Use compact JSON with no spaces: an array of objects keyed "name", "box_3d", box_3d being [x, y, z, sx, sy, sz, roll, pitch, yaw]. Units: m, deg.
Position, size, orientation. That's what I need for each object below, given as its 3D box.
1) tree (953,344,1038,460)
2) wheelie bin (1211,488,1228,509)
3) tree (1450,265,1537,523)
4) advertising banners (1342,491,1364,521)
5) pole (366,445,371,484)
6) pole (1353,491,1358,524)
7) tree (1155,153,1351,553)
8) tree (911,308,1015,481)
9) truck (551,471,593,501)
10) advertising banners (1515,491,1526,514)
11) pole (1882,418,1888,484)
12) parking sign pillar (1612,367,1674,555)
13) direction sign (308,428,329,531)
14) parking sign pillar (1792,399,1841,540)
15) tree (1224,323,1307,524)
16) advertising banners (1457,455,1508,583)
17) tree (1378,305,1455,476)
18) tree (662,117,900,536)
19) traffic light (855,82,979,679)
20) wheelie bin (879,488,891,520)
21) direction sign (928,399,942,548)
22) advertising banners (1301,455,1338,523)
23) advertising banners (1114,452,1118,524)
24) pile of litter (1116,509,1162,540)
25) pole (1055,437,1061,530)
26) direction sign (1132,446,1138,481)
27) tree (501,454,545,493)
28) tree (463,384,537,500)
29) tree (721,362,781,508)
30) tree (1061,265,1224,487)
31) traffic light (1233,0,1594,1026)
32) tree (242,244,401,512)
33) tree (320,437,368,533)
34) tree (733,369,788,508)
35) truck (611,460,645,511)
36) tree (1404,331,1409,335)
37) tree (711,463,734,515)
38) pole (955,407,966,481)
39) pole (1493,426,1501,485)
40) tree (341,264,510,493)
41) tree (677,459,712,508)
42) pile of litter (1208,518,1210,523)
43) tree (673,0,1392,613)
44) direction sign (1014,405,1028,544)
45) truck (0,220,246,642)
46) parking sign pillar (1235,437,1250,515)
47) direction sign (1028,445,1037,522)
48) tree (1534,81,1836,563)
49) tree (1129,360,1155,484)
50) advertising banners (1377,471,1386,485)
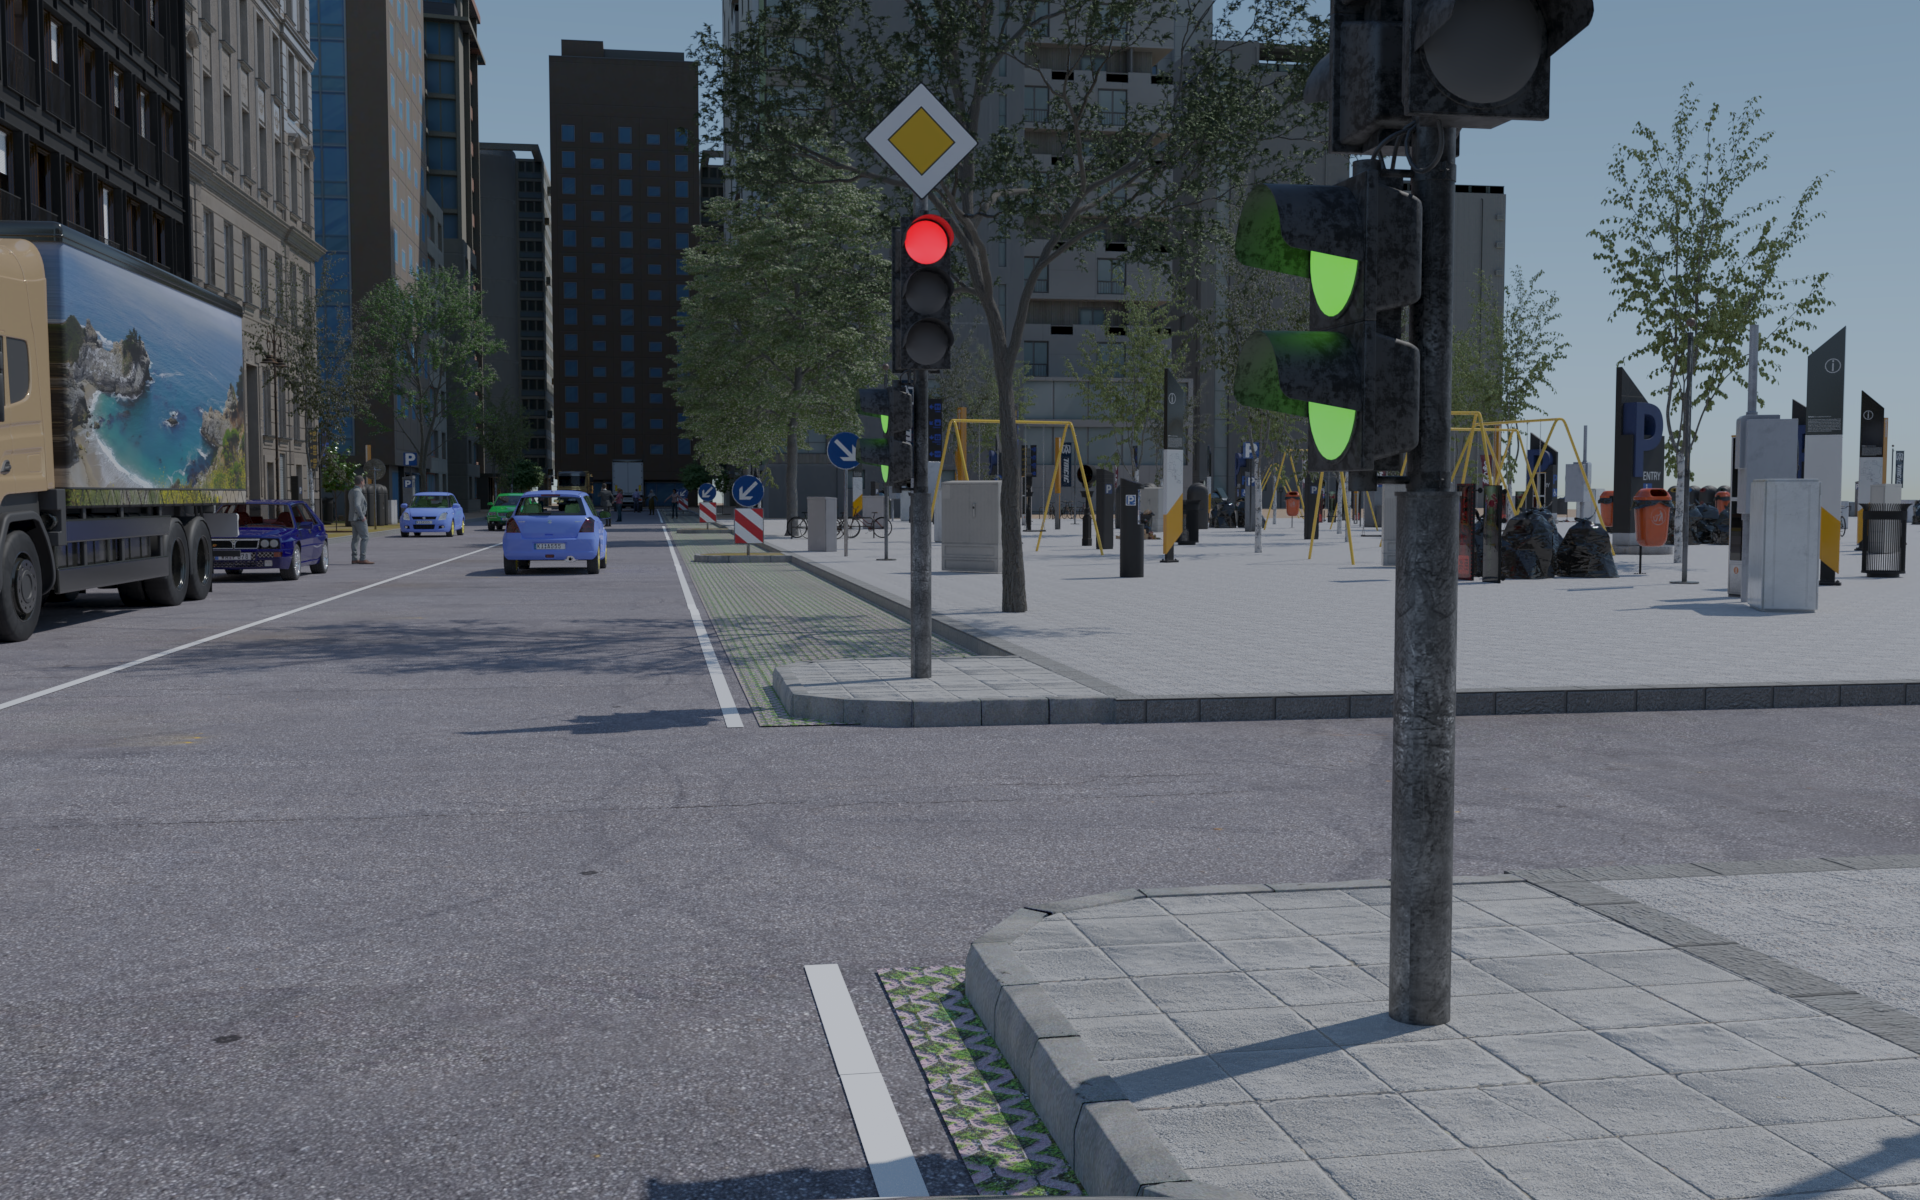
[{"name":"tree","box_3d":[1.819,-8.125,83.198,4.737,8.622,4.395,0,3,0]},{"name":"wheelie bin","box_3d":[13.136,-4.896,87.964,0.693,1.594,0.980,3,4,37]},{"name":"tree","box_3d":[17.269,-6.396,54.940,4.737,8.622,4.395,0,3,0]},{"name":"advertising banners","box_3d":[19.186,-5.364,83.894,2.074,3.025,0.090,-2,4,-29]},{"name":"pole","box_3d":[-24.624,-4.789,72.151,0.158,3.312,0.155,0,3,0]},{"name":"pole","box_3d":[17.067,-4.939,74.596,0.158,3.312,0.155,0,3,0]},{"name":"tree","box_3d":[6.486,-5.321,37.364,4.360,8.622,3.978,0,3,0]},{"name":"tree","box_3d":[0.003,-7.112,66.646,4.360,8.622,3.978,0,3,0]},{"name":"truck","box_3d":[-32.935,-9.308,148.107,3.469,3.379,9.791,-1,4,-9]},{"name":"advertising banners","box_3d":[24.122,-4.934,76.855,2.074,3.025,0.090,2,4,23]},{"name":"pole","box_3d":[24.622,-3.205,46.250,0.158,3.312,0.155,0,3,0]},{"name":"parking sign pillar","box_3d":[14.540,-2.972,37.067,1.447,3.967,1.447,-3,4,-38]},{"name":"direction sign","box_3d":[-22.012,-4.132,59.559,0.379,3.537,0.876,2,4,28]},{"name":"parking sign pillar","box_3d":[23.979,-3.680,48.634,1.447,3.967,1.447,3,5,42]},{"name":"tree","box_3d":[13.133,-7.509,73.131,4.737,8.622,4.395,0,3,0]},{"name":"advertising banners","box_3d":[7.527,-1.805,25.702,0.090,3.025,2.074,-1,4,-13]},{"name":"tree","box_3d":[10.505,-5.836,45.780,4.360,8.622,3.978,0,3,0]},{"name":"tree","box_3d":[-4.714,-8.228,52.658,7.486,12.596,7.792,0,3,0]},{"name":"traffic light","box_3d":[-0.291,-1.411,11.993,0.839,4.253,0.868,-1,4,-10]},{"name":"wheelie bin","box_3d":[-3.674,-4.624,83.518,0.693,1.594,0.980,0,4,4]},{"name":"direction sign","box_3d":[-0.864,-3.009,41.197,0.876,3.537,0.379,0,4,1]},{"name":"advertising banners","box_3d":[16.042,-4.965,77.368,2.074,3.025,0.090,-2,4,-25]},{"name":"advertising banners","box_3d":[6.448,-4.737,73.643,0.090,3.025,2.074,-1,4,-9]},{"name":"pile of litter","box_3d":[5.067,-2.150,49.111,1.176,0.858,1.719,-1,4,-12]},{"name":"pole","box_3d":[3.531,-4.199,62.499,0.158,3.312,0.155,0,3,0]},{"name":"direction sign","box_3d":[8.193,-5.456,81.208,0.379,3.537,0.876,-1,4,-8]},{"name":"tree","box_3d":[-35.228,-9.477,138.666,4.285,4.588,4.351,0,3,0]},{"name":"tree","box_3d":[-30.257,-9.985,113.625,4.737,8.622,4.395,0,3,0]},{"name":"tree","box_3d":[-10.835,-8.430,88.190,4.360,8.622,3.978,0,3,0]},{"name":"tree","box_3d":[5.446,-6.366,54.440,4.737,8.622,4.395,0,3,0]},{"name":"traffic light","box_3d":[1.108,-0.930,4.131,0.839,4.253,0.868,-1,4,-10]},{"name":"tree","box_3d":[-19.266,-6.210,51.902,4.360,8.622,3.978,0,3,0]},{"name":"tree","box_3d":[-20.879,-3.863,57.756,1.663,3.219,1.824,0,3,0]},{"name":"tree","box_3d":[-9.297,-8.061,82.153,4.737,8.622,4.395,0,3,0]},{"name":"truck","box_3d":[-27.995,-9.612,146.063,2.839,4.237,11.283,-1,4,-11]},{"name":"tree","box_3d":[17.770,-6.886,62.944,4.737,8.622,4.395,0,3,0]},{"name":"tree","box_3d":[-14.599,-6.899,107.401,1.663,3.219,1.824,0,3,0]},{"name":"pole","box_3d":[0.046,-2.874,40.836,0.158,3.312,0.155,0,3,0]},{"name":"pole","box_3d":[16.034,-3.541,51.742,0.158,3.312,0.155,0,3,0]},{"name":"tree","box_3d":[-24.169,-9.308,77.937,9.928,11.665,9.643,0,3,0]},{"name":"tree","box_3d":[-24.890,-10.932,162.452,4.285,4.588,4.351,0,3,0]},{"name":"pile of litter","box_3d":[11.835,-3.891,77.590,1.719,0.858,1.176,1,4,10]},{"name":"tree","box_3d":[0.668,-5.166,18.879,8.767,10.594,7.601,1,4,9]},{"name":"direction sign","box_3d":[1.447,-3.217,44.589,0.379,3.537,0.876,0,4,7]},{"name":"truck","box_3d":[-10.810,-1.896,19.910,2.839,4.237,11.283,-1,4,-10]},{"name":"parking sign pillar","box_3d":[13.256,-5.677,81.294,1.447,3.967,1.447,0,4,-2]},{"name":"direction sign","box_3d":[3.189,-5.387,80.069,0.876,3.537,0.379,3,5,41]},{"name":"tree","box_3d":[13.583,-4.989,31.939,4.737,8.622,4.395,0,3,0]},{"name":"tree","box_3d":[10.220,-8.289,85.885,4.360,8.622,3.978,0,3,0]},{"name":"advertising banners","box_3d":[12.961,-3.327,50.582,2.074,3.025,0.090,1,4,20]}]
